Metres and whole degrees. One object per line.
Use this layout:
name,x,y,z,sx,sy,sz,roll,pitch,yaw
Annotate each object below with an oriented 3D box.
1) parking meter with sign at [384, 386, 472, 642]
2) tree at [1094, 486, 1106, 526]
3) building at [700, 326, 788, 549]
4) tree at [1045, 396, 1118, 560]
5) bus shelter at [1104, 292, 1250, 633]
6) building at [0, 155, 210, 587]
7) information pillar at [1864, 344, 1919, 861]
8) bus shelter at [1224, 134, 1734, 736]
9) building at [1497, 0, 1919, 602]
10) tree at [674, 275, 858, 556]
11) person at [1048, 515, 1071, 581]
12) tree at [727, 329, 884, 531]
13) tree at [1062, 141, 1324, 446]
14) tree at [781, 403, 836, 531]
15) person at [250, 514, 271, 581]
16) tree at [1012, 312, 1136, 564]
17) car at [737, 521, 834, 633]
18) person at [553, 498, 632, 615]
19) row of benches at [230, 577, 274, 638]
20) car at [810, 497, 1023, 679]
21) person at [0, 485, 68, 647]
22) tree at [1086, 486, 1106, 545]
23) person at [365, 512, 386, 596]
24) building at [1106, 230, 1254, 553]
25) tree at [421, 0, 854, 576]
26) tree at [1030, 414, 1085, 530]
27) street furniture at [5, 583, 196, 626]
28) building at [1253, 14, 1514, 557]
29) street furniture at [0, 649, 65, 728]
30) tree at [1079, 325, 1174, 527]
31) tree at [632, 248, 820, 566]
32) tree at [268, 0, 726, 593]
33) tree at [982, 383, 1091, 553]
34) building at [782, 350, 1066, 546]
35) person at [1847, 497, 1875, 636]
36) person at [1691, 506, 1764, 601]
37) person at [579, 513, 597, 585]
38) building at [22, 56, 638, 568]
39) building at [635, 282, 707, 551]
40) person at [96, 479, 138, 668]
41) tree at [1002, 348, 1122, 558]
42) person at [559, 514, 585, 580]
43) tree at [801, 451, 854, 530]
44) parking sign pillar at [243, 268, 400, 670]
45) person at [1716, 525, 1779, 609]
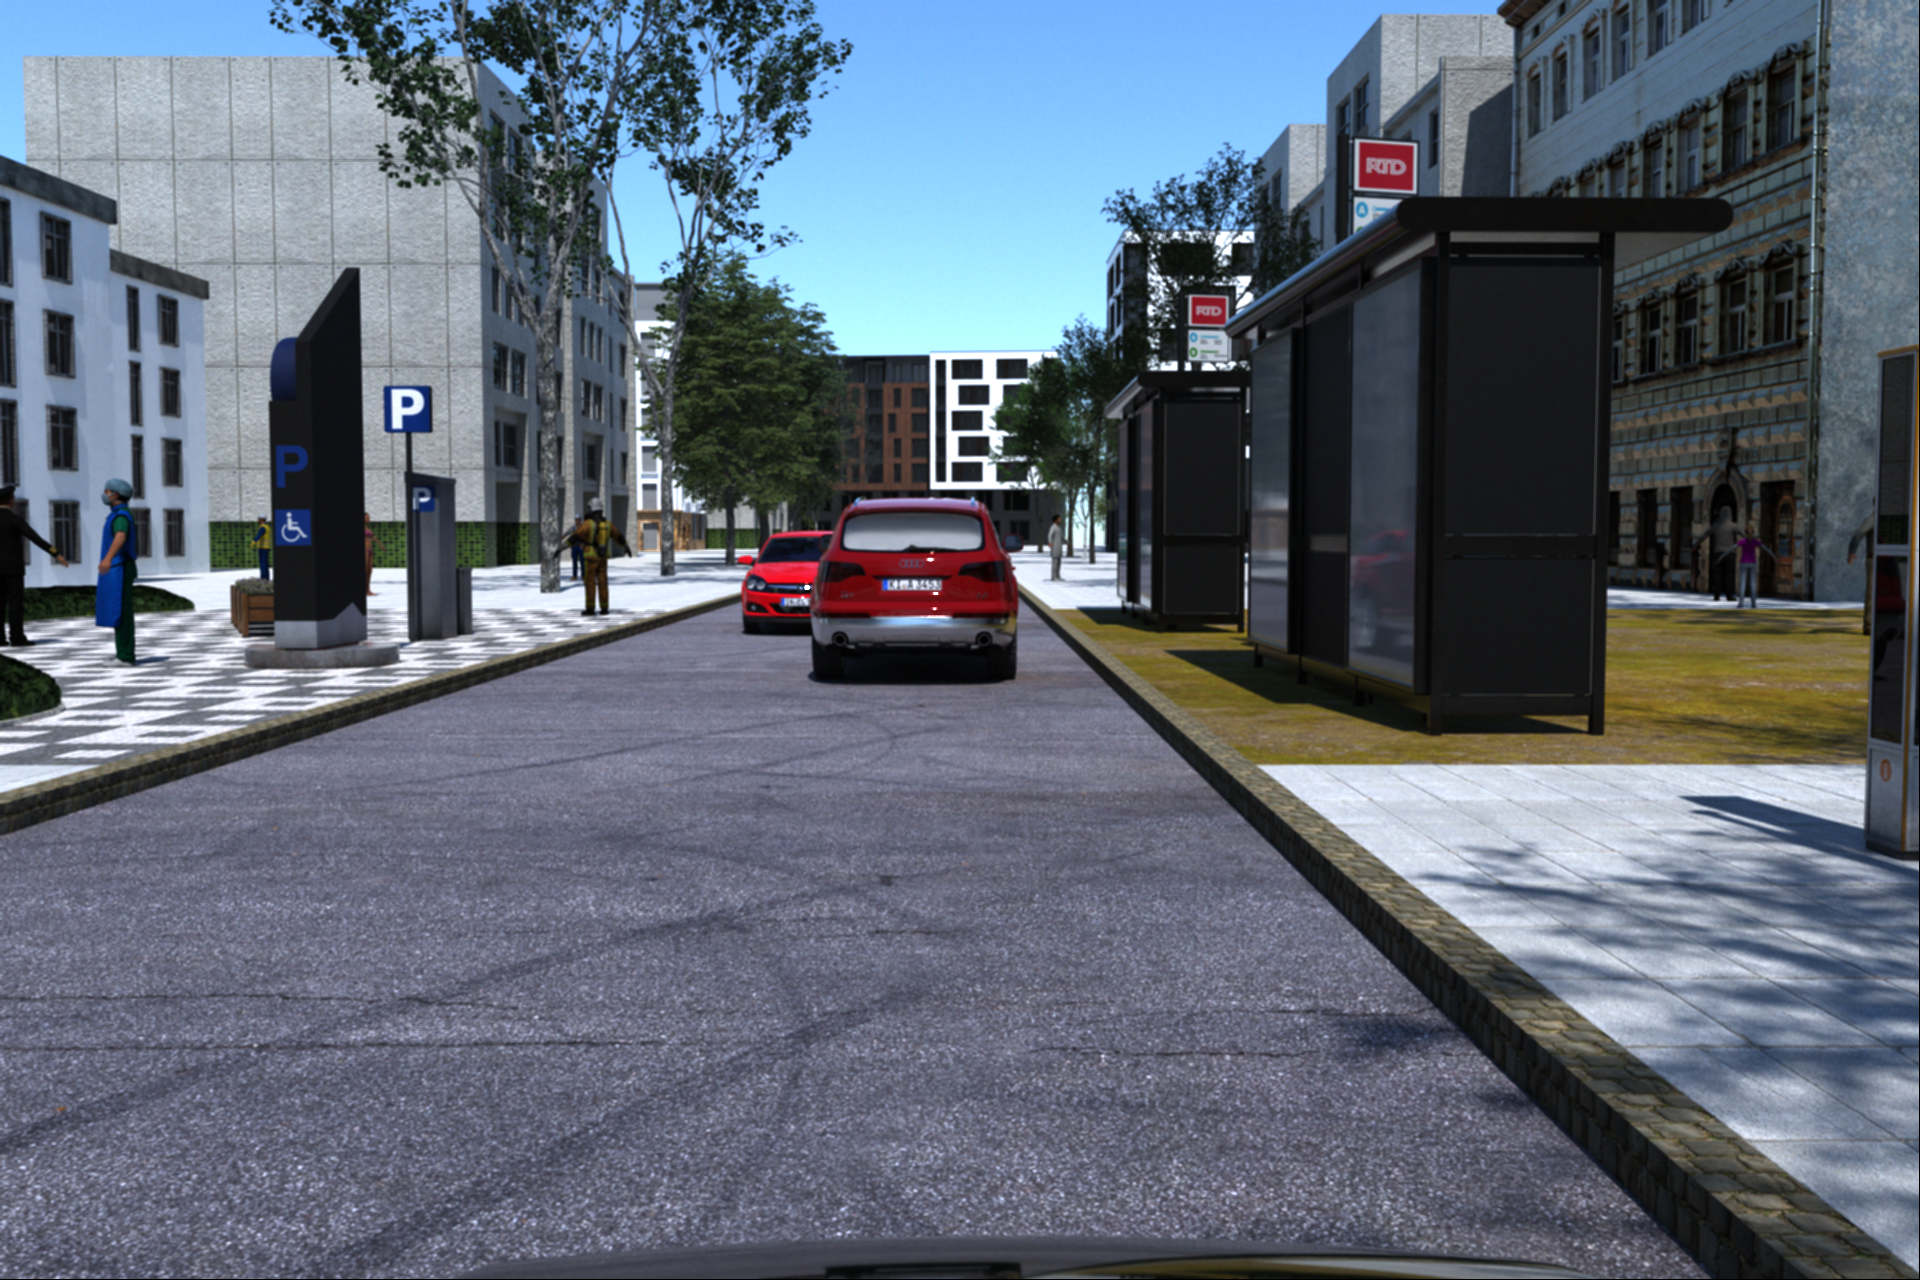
parking meter with sign,-6.473,-1.530,21.284,0.543,3.016,1.738,0,4,2
tree,17.161,-15.463,203.186,4.737,8.622,4.395,0,3,0
building,-26.089,-18.136,162.979,16.747,18.905,31.486,0,4,0
tree,6.264,-8.327,86.504,4.360,8.622,3.978,0,3,0
bus shelter,3.403,-2.990,26.524,2.179,5.291,8.768,0,4,1
building,-25.738,-6.212,43.718,9.099,9.664,28.070,0,3,0
information pillar,3.842,-0.146,6.876,0.304,2.012,0.304,0,4,0
bus shelter,3.668,-2.294,15.135,2.179,5.291,8.768,0,4,-2
building,25.266,-12.860,41.184,19.493,23.208,18.063,0,4,0
tree,-9.623,-10.854,84.126,9.857,13.997,8.962,0,3,0
person,2.664,-2.514,47.287,0.705,1.806,1.347,2,4,27
tree,-9.693,-11.862,104.315,12.009,13.543,11.850,0,3,0
tree,6.074,-6.489,40.510,7.601,10.594,8.767,-3,5,-41
tree,-9.022,-8.831,94.747,4.737,8.622,4.395,0,3,0
person,-18.883,-2.501,46.866,0.705,1.833,1.349,0,4,-4
tree,5.408,-8.533,73.927,7.601,10.594,8.767,-3,5,-39
car,-2.258,-1.061,26.390,2.155,1.783,4.494,0,4,-1
person,-5.778,-1.325,27.440,1.354,1.858,0.705,-3,5,-39
row of benches,-9.428,-0.483,23.361,1.422,0.672,4.104,-2,4,-24
car,-0.437,-0.611,18.661,2.281,1.827,5.304,0,4,0
person,-10.879,-0.848,19.807,1.347,1.837,0.705,0,4,8
tree,17.633,-15.757,207.988,4.360,8.622,3.978,0,3,0
person,-12.292,-1.789,36.053,0.721,1.733,1.217,1,4,8
building,24.932,-17.666,132.807,27.936,21.610,32.646,0,3,0
tree,-10.069,-12.129,54.204,12.611,20.169,13.585,0,3,0
tree,5.696,-9.382,103.757,4.360,8.622,3.978,0,3,0
street furniture,-15.303,-0.563,24.828,5.734,0.657,10.072,0,4,6
building,22.601,-12.314,67.789,16.747,18.905,31.486,0,4,-1
street furniture,-8.855,0.359,9.759,5.734,0.657,10.072,-1,4,-11
tree,5.707,-6.655,59.173,4.360,8.622,3.978,0,3,0
tree,-9.677,-9.264,69.597,7.486,12.596,7.792,0,3,0
tree,-10.359,-11.131,37.879,12.611,20.169,13.585,0,3,0
tree,5.345,-11.609,115.570,9.928,11.665,9.643,0,3,0
building,-4.021,-22.044,206.847,32.646,21.610,27.936,0,4,6
person,11.642,-0.955,21.884,1.348,1.796,0.705,-2,4,-24
person,14.629,-1.649,33.097,1.348,1.813,0.705,3,5,42
person,-9.301,-2.288,43.589,0.705,1.806,1.347,1,4,12
building,-26.269,-13.073,80.193,16.747,18.905,31.486,0,4,0
building,-25.998,-16.824,131.486,16.016,20.090,11.380,0,4,-1
person,-8.181,-0.653,16.796,0.704,1.817,1.347,-1,4,-23
tree,6.203,-10.328,94.625,9.928,11.665,9.643,0,3,0
person,-10.571,-2.576,47.968,1.347,1.847,0.705,0,4,4
tree,-9.667,-10.008,113.991,4.360,8.622,3.978,0,3,0
parking sign pillar,-6.289,-1.744,16.982,1.447,3.967,1.447,0,4,2
person,13.591,-1.261,29.885,0.991,1.433,0.599,1,4,16
